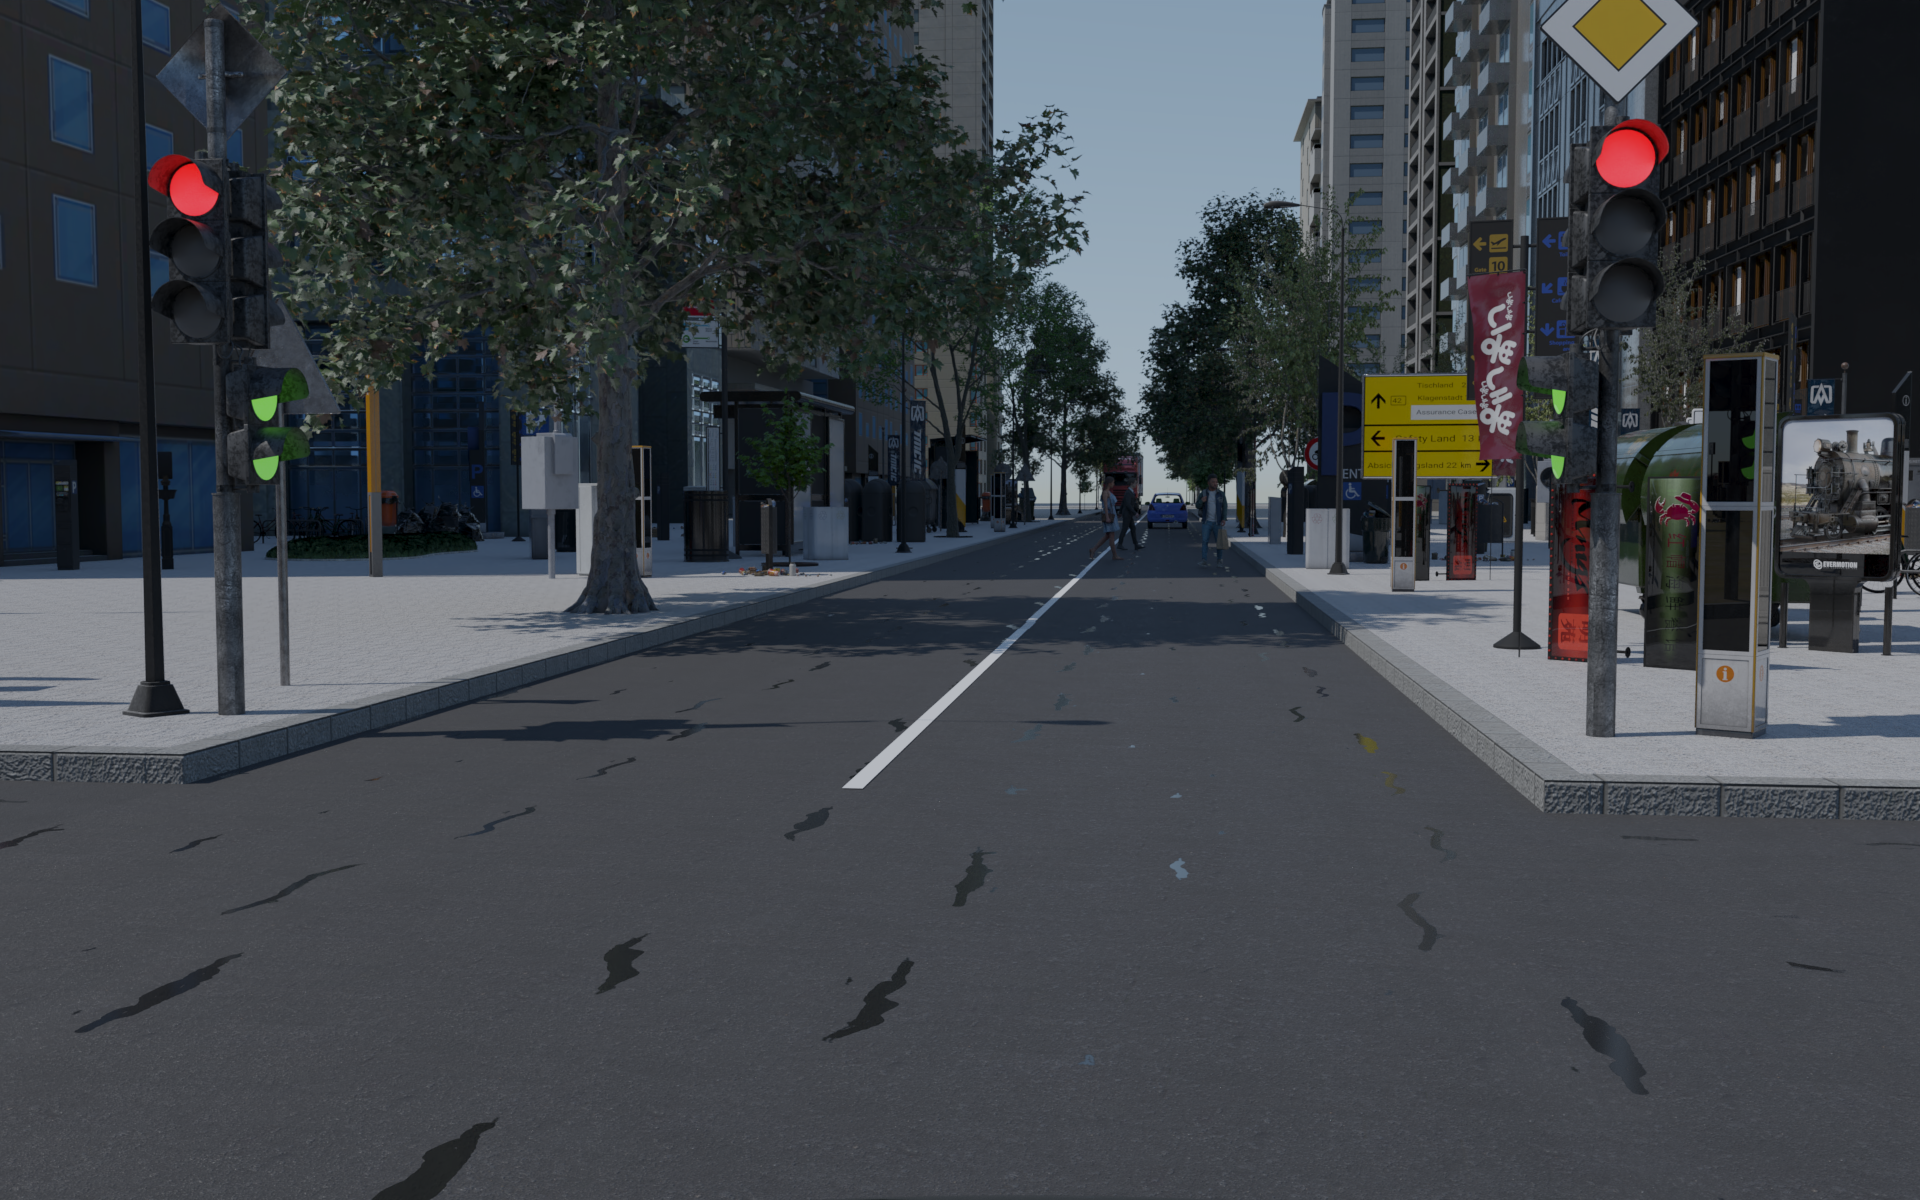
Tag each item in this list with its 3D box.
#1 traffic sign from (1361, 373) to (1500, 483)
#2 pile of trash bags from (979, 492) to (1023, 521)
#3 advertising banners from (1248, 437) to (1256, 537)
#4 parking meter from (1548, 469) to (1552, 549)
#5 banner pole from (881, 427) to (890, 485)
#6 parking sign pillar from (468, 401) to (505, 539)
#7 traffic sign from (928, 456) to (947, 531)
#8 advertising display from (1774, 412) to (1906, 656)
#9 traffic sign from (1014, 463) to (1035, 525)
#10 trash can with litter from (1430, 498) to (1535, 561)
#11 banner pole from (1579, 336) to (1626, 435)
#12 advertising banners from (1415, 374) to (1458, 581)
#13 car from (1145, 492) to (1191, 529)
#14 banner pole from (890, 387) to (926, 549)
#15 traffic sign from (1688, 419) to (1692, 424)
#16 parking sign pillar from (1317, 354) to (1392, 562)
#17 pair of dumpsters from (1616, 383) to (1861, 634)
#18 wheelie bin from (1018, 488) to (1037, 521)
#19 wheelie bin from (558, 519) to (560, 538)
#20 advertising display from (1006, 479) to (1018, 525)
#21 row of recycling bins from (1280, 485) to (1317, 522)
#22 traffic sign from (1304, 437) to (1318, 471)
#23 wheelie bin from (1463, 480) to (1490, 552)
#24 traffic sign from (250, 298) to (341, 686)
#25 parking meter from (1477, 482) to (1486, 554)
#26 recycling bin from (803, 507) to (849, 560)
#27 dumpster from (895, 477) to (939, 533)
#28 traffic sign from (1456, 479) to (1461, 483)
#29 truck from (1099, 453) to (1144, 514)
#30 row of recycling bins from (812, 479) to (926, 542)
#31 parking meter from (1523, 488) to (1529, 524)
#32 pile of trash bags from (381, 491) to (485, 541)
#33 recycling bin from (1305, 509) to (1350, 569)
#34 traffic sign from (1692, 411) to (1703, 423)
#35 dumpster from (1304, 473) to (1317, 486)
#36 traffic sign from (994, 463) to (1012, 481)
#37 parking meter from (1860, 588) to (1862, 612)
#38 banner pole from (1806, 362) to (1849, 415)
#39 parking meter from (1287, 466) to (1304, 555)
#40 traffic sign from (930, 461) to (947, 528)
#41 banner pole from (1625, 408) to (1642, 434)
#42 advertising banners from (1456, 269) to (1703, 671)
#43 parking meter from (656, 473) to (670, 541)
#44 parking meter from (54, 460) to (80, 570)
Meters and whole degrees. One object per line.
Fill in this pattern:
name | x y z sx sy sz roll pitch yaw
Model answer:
traffic sign | 7.929 -2.162 29.227 2.265 3.308 0.079 1 4 12
pile of trash bags | 1.767 -4.396 81.627 1.912 1.369 3.447 1 4 21
advertising banners | 8.911 -3.456 52.696 0.090 3.025 2.074 1 4 15
parking meter | 14.030 -2.135 40.611 0.399 1.863 0.255 -2 4 -29
banner pole | -2.618 -4.546 64.338 0.863 3.779 0.401 0 4 4
parking sign pillar | -13.881 -3.752 49.823 1.447 3.967 1.447 -1 4 -15
traffic sign | -0.663 -3.633 59.409 0.884 2.594 0.081 1 4 12
advertising display | 7.113 -0.540 14.049 0.123 1.923 0.974 -3 4 -36
traffic sign | 2.676 -4.375 71.543 0.884 2.594 0.081 1 4 8
trash can with litter | 9.887 -1.377 33.569 2.233 1.210 1.678 2 4 29
banner pole | 9.002 -2.128 24.814 0.401 3.779 0.863 -1 4 -20
advertising banners | 7.419 -1.802 25.649 2.074 3.025 0.090 -1 4 -14
car | 8.782 -3.896 73.289 1.945 1.707 3.694 0 4 7
banner pole | -1.118 -3.095 40.620 0.863 3.779 0.401 -3 4 -37
traffic sign | 10.030 -1.290 23.218 0.606 2.300 0.079 1 4 14
parking sign pillar | 7.523 -2.737 33.228 1.447 3.967 1.447 1 4 12
pair of dumpsters | 7.387 -0.888 17.012 1.574 2.255 4.437 0 4 7
wheelie bin | 3.207 -4.650 83.938 0.980 1.594 0.693 -1 4 -23
wheelie bin | -10.878 -2.315 45.763 0.980 1.594 0.693 0 4 6
advertising display | 1.937 -4.108 72.385 0.974 1.923 0.123 -1 4 -14
row of recycling bins | 15.864 -4.469 80.187 1.069 1.692 3.534 2 4 35
traffic sign | 7.972 -2.330 38.208 0.768 2.556 0.104 1 4 13
wheelie bin | 11.382 -1.871 38.507 0.693 1.594 0.980 -1 4 -20
traffic sign | -4.519 -0.705 11.526 0.884 2.594 0.081 1 4 15
parking meter | 11.052 -1.754 37.095 0.372 1.533 0.369 0 3 0
recycling bin | -2.628 -1.305 33.892 0.722 1.027 0.722 -2 4 -24
dumpster | -1.447 -3.175 57.672 1.264 1.857 1.865 0 4 7
traffic sign | 8.700 -1.841 30.214 0.768 2.556 0.104 1 4 14
truck | 11.315 -8.024 120.100 2.839 4.237 11.283 0 4 8
row of recycling bins | -2.571 -2.423 46.733 3.534 1.692 1.069 1 4 21
parking meter | 24.390 -4.067 74.909 0.372 1.533 0.369 0 3 0
pile of trash bags | -14.197 -2.200 45.730 1.912 1.369 3.447 1 4 18
recycling bin | 6.330 -1.059 29.861 0.722 1.027 0.722 1 4 10
traffic sign | 9.083 -1.141 20.793 0.606 2.300 0.079 1 4 15
dumpster | 17.085 -4.915 82.855 1.502 2.255 1.985 0 4 7
traffic sign | 1.758 -4.351 71.247 0.768 2.556 0.104 1 4 11
parking meter | 9.616 -0.802 18.826 0.399 1.863 0.255 -2 4 -29
banner pole | 16.608 -2.636 33.114 0.863 3.779 0.401 1 4 20
parking meter | 7.123 -1.900 36.772 0.255 1.863 0.399 -1 4 -10
traffic sign | -0.777 -3.988 65.303 0.768 2.556 0.104 1 4 14
banner pole | 17.021 -3.331 44.482 0.863 3.779 0.401 0 4 8
advertising banners | 4.743 -1.036 13.132 0.090 3.025 2.074 -3 5 -42
parking meter | -8.215 -2.581 47.908 0.255 1.863 0.399 -2 4 -29
parking meter | -15.082 -1.439 29.246 0.255 1.863 0.399 0 4 -8
